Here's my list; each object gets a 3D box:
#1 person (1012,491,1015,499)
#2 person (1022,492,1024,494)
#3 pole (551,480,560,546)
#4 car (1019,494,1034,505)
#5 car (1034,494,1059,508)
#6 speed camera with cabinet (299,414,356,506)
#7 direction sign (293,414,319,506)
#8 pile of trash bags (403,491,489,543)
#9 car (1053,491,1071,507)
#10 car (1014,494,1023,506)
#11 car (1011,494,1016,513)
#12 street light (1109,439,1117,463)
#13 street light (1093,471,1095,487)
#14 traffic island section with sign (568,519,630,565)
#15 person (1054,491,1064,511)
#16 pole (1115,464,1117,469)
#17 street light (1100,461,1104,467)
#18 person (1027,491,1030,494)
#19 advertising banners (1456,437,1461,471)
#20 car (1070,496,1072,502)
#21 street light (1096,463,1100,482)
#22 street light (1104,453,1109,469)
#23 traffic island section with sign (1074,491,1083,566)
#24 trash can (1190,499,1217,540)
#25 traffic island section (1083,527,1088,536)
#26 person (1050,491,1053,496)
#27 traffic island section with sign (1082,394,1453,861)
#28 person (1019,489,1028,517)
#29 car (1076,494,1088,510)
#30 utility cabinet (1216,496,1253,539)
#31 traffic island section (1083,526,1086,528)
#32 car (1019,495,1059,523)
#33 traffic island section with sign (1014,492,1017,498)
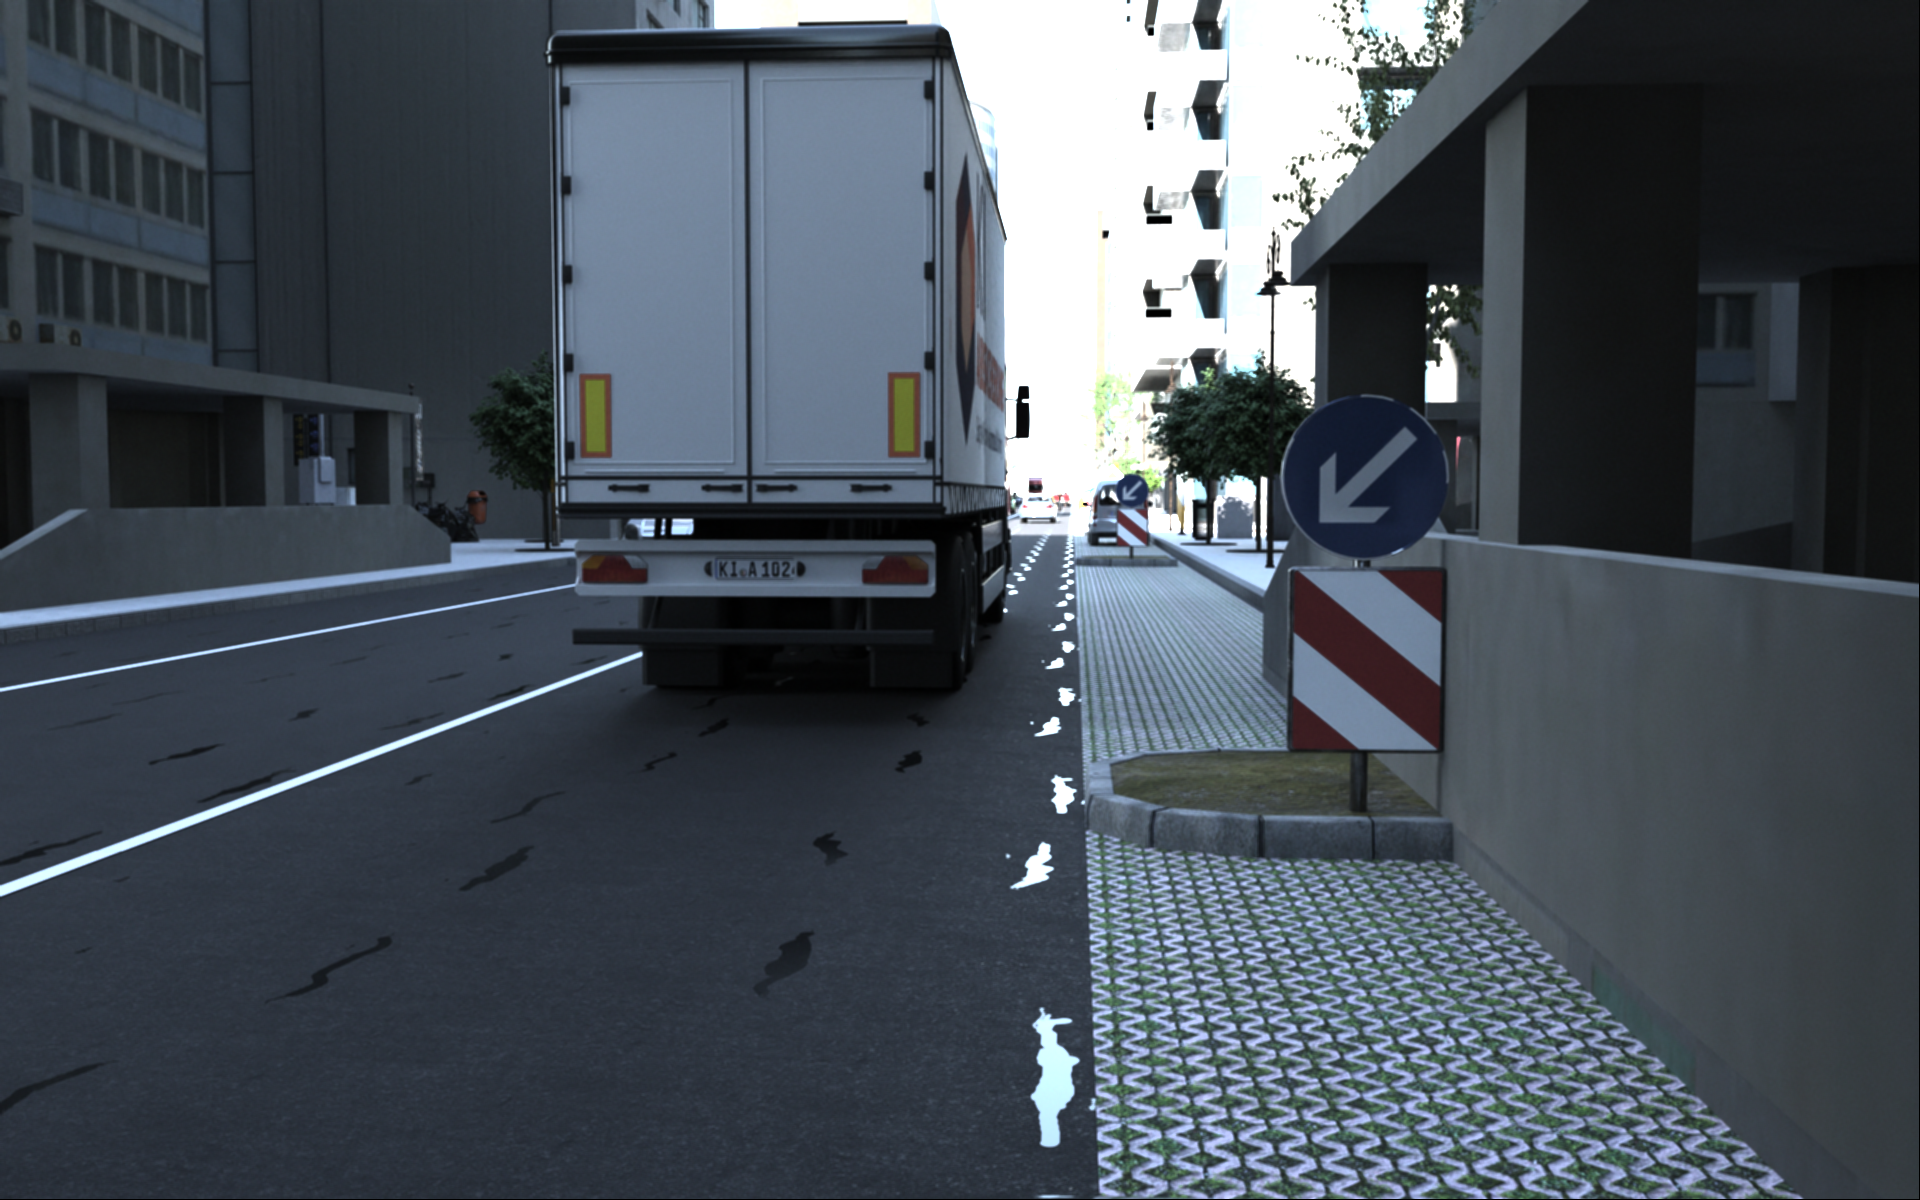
[{"bbox_3d":[6.393,-12.269,209.104,0.705,1.824,1.348,-2,4,-26],"label":"person"},{"bbox_3d":[8.358,-13.391,228.155,1.217,1.736,0.721,3,4,36],"label":"person"},{"bbox_3d":[-9.918,-2.969,42.389,0.158,3.312,0.155,0,3,0],"label":"pole"},{"bbox_3d":[7.836,-11.501,197.085,2.155,1.783,4.494,0,4,3],"label":"car"},{"bbox_3d":[5.160,-5.971,107.843,2.015,1.641,3.980,0,4,3],"label":"car"},{"bbox_3d":[-15.549,-2.998,43.355,0.660,3.252,2.038,2,4,27],"label":"speed camera with cabinet"},{"bbox_3d":[-18.209,-3.443,48.295,0.379,3.537,0.876,2,4,26],"label":"direction sign"},{"bbox_3d":[-13.713,-2.236,46.312,1.912,1.369,3.447,1,4,17],"label":"pile of trash bags"},{"bbox_3d":[11.516,-11.531,197.203,2.281,1.827,5.304,0,4,4],"label":"car"},{"bbox_3d":[7.369,-11.814,205.152,2.014,1.417,4.499,0,4,4],"label":"car"},{"bbox_3d":[3.216,-7.393,129.676,1.959,1.807,4.718,0,4,4],"label":"car"},{"bbox_3d":[12.693,-10.368,142.305,0.468,5.910,1.993,0,4,4],"label":"street light"},{"bbox_3d":[19.175,-16.427,241.365,0.468,5.910,1.993,0,4,4],"label":"street light"},{"bbox_3d":[-6.849,-1.658,35.734,1.989,1.847,2.006,0,4,4],"label":"traffic island section with sign"},{"bbox_3d":[8.387,-8.376,146.271,0.721,1.723,1.217,-3,5,-41],"label":"person"},{"bbox_3d":[10.461,-7.486,116.239,0.158,3.312,0.155,0,3,0],"label":"pole"},{"bbox_3d":[15.821,-13.235,189.176,0.468,5.910,1.993,0,4,4],"label":"street light"},{"bbox_3d":[9.560,-14.337,242.535,1.348,1.869,0.705,2,4,26],"label":"person"},{"bbox_3d":[13.588,-3.338,50.757,2.074,3.025,0.090,1,4,23],"label":"advertising banners"},{"bbox_3d":[18.079,-17.585,296.561,2.155,1.783,4.494,0,4,3],"label":"car"},{"bbox_3d":[17.669,-15.056,218.957,0.468,5.910,1.993,0,4,4],"label":"street light"},{"bbox_3d":[13.760,-11.423,159.546,0.468,5.910,1.993,0,4,4],"label":"street light"},{"bbox_3d":[3.331,-1.606,34.886,1.989,1.847,2.006,0,4,4],"label":"traffic island section with sign"},{"bbox_3d":[6.781,-2.241,48.301,0.748,1.137,0.748,0,3,0],"label":"trash can"},{"bbox_3d":[5.316,-2.322,60.249,2.009,0.180,2.903,0,4,4],"label":"traffic island section"},{"bbox_3d":[9.299,-10.334,178.249,0.721,1.735,1.217,-1,4,-16],"label":"person"},{"bbox_3d":[1.557,0.058,7.684,1.989,1.847,2.006,0,4,4],"label":"traffic island section with sign"},{"bbox_3d":[3.800,-5.607,100.927,0.760,1.731,0.466,1,4,14],"label":"person"},{"bbox_3d":[11.342,-8.818,154.401,2.015,1.641,3.980,0,4,3],"label":"car"},{"bbox_3d":[7.923,-2.373,49.961,1.020,1.237,0.306,0,4,-1],"label":"utility cabinet"},{"bbox_3d":[5.837,-2.810,68.217,2.009,0.180,2.903,0,4,4],"label":"traffic island section"},{"bbox_3d":[3.942,-4.587,87.000,2.014,1.417,4.499,0,4,5],"label":"car"},{"bbox_3d":[8.979,-16.477,278.025,1.989,1.847,2.006,0,4,4],"label":"traffic island section with sign"}]
